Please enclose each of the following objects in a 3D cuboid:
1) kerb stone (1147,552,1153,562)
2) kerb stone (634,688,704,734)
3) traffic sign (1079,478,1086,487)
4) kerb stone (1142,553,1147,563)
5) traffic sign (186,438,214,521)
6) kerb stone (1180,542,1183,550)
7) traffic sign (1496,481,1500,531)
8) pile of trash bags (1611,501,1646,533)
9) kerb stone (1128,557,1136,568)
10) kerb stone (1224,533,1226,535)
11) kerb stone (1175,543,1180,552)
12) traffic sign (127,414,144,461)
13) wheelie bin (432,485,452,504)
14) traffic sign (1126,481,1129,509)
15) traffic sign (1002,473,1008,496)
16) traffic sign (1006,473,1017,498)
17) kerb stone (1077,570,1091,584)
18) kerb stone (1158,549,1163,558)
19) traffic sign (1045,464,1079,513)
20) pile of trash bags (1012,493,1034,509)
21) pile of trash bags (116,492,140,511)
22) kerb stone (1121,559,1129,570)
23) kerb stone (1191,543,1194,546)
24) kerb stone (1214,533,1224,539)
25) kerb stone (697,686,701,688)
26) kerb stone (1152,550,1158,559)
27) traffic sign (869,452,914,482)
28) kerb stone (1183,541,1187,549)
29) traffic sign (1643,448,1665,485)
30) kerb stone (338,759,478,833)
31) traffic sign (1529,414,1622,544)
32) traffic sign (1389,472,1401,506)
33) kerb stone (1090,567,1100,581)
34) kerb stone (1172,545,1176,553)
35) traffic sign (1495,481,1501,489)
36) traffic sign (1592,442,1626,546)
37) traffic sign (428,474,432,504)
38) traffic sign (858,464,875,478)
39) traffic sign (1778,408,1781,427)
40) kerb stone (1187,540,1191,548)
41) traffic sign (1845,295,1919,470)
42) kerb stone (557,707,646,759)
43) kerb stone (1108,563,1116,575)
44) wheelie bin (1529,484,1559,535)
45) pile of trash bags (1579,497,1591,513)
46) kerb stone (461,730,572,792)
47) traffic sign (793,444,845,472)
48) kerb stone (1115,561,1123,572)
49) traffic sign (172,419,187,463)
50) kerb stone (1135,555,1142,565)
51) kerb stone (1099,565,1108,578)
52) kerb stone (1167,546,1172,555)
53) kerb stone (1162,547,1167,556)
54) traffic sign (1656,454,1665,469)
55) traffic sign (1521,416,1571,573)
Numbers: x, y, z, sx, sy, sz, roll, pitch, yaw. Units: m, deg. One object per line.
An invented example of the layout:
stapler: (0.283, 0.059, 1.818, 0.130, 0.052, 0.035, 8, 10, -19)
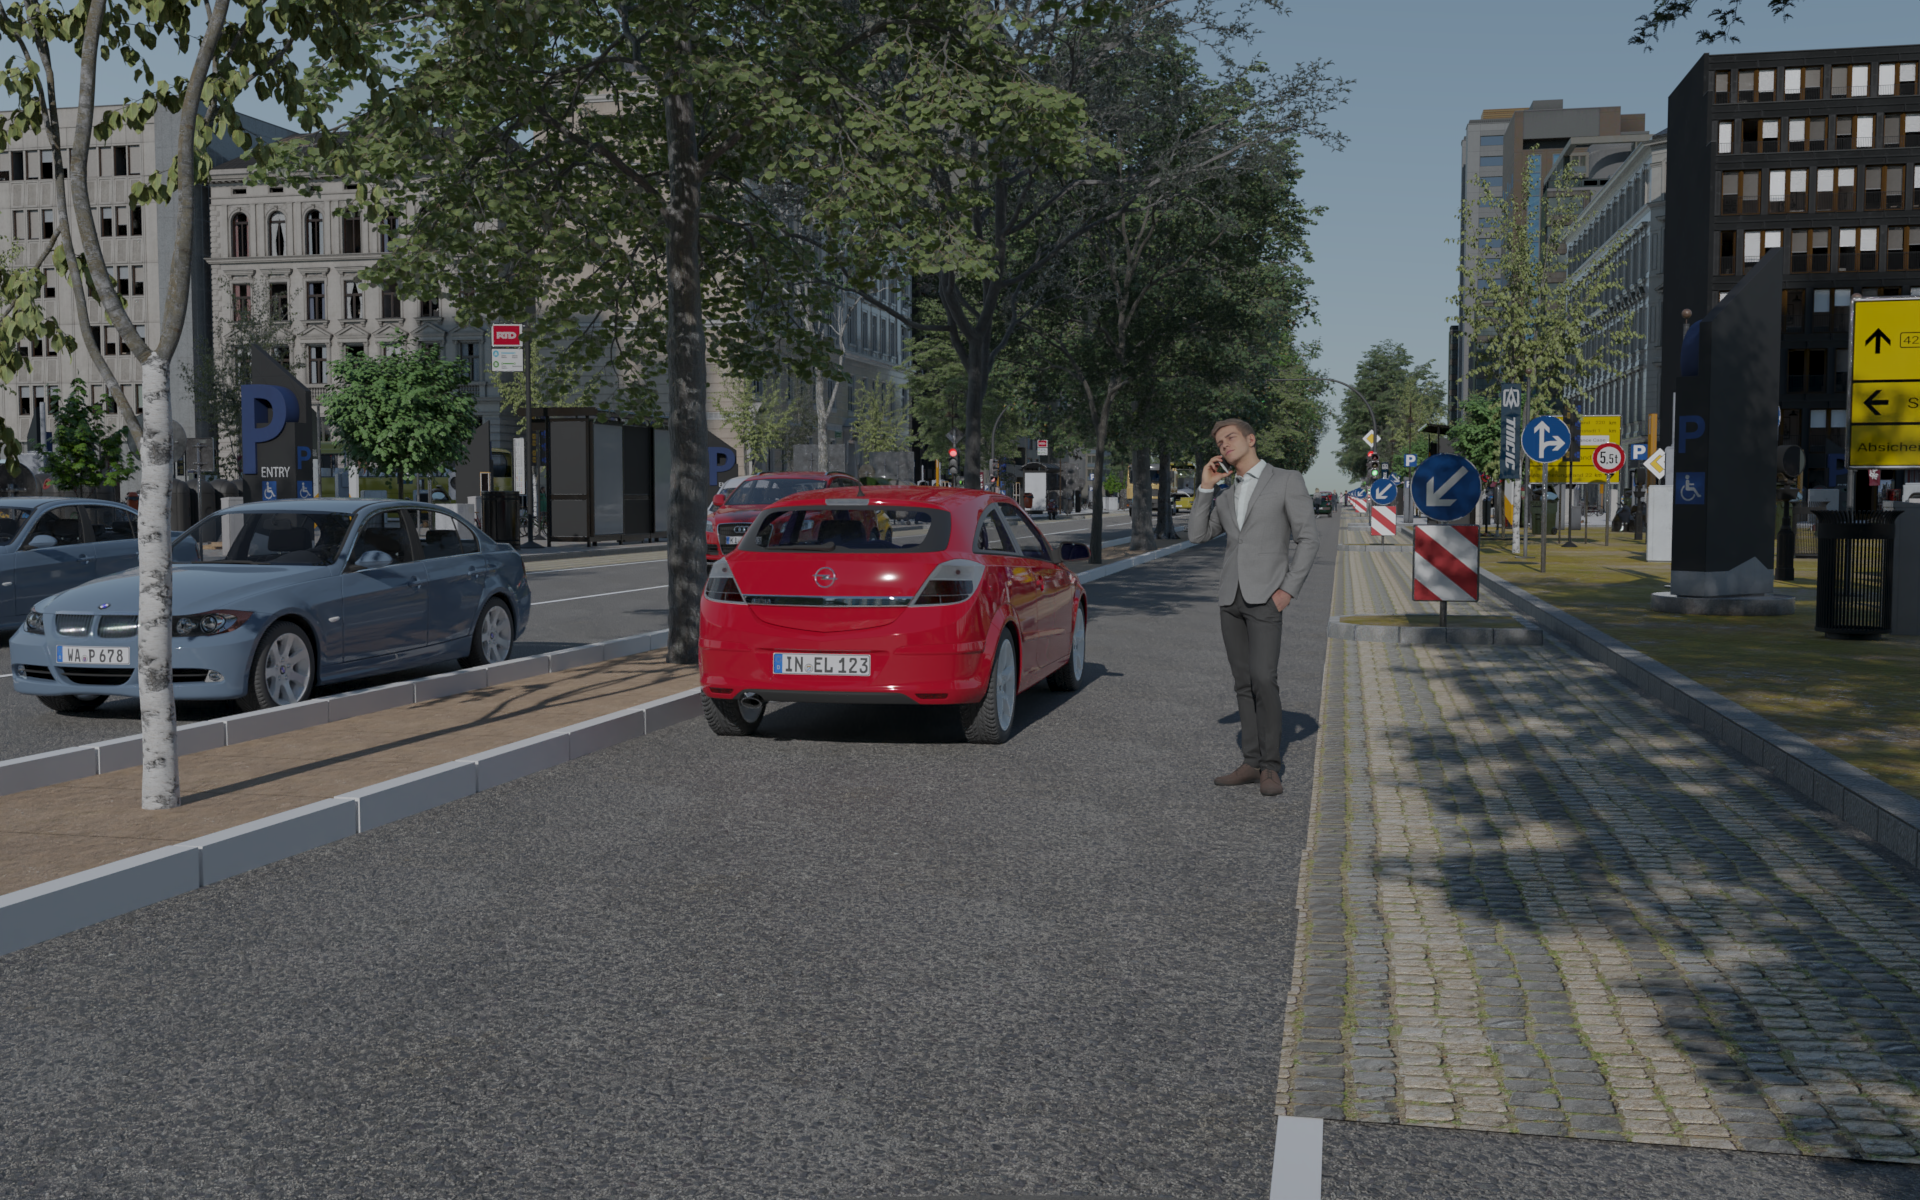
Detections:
kerb stone: (3.939, -0.895, 36.834, 0.120, 0.150, 1.000, 1, 4, 12)
kerb stone: (-1.826, 0.696, 10.824, 0.120, 0.150, 1.000, 1, 4, 12)
traffic sign: (9.639, -8.446, 138.196, 0.768, 2.556, 0.104, 1, 4, 17)
kerb stone: (3.712, -0.833, 35.838, 0.120, 0.150, 1.000, 1, 4, 12)
traffic sign: (-13.820, -1.796, 31.500, 0.606, 2.300, 0.079, 1, 4, 18)
kerb stone: (5.478, -1.324, 43.843, 0.120, 0.150, 1.000, 1, 4, 12)
traffic sign: (17.152, -3.369, 55.190, 0.768, 2.556, 0.104, 1, 4, 17)
pile of trash bags: (23.825, -2.963, 58.195, 3.447, 1.369, 1.912, 0, 4, 1)
kerb stone: (3.263, -0.712, 33.843, 0.120, 0.150, 1.000, 1, 4, 12)
kerb stone: (9.044, -2.305, 59.879, 0.120, 0.150, 1.000, 1, 4, 12)
kerb stone: (5.266, -1.260, 42.843, 0.120, 0.150, 1.000, 1, 4, 12)
traffic sign: (-12.849, -1.666, 27.338, 0.768, 2.556, 0.104, 1, 4, 19)
wheelie bin: (-18.275, -3.239, 60.862, 0.693, 1.594, 0.980, -2, 4, -33)
traffic sign: (14.939, -9.366, 153.238, 0.768, 2.556, 0.104, 1, 4, 19)
traffic sign: (2.877, -6.425, 105.160, 0.768, 2.556, 0.104, 1, 4, 21)
traffic sign: (3.013, -6.342, 103.802, 0.768, 2.556, 0.104, 1, 4, 15)
kerb stone: (1.937, -0.344, 27.833, 0.120, 0.150, 1.000, 1, 4, 12)
kerb stone: (4.382, -1.015, 38.831, 0.120, 0.150, 1.000, 1, 4, 12)
traffic sign: (6.799, -7.439, 115.495, 2.265, 3.308, 0.079, 1, 4, 13)
pile of trash bags: (2.828, -5.575, 100.899, 3.447, 1.369, 1.912, 2, 4, 35)
pile of trash bags: (-33.447, -3.641, 69.288, 1.912, 1.369, 3.447, -3, 5, -39)
kerb stone: (3.043, -0.651, 32.844, 0.120, 0.150, 1.000, 1, 4, 12)
kerb stone: (6.146, -1.506, 46.849, 0.120, 0.150, 1.000, 1, 4, 12)
kerb stone: (8.811, -2.244, 58.883, 0.120, 0.150, 1.000, 1, 4, 12)
kerb stone: (-1.608, 0.634, 11.823, 0.120, 0.150, 1.000, 1, 4, 12)
kerb stone: (4.149, -0.957, 37.835, 0.120, 0.150, 1.000, 1, 4, 12)
traffic sign: (-3.296, -5.459, 83.135, 2.265, 3.308, 0.079, 1, 4, 16)
kerb stone: (5.711, -1.385, 44.844, 0.120, 0.150, 1.000, 1, 4, 12)
traffic sign: (17.503, -2.580, 43.375, 0.795, 2.450, 0.064, 1, 4, 18)
kerb stone: (-2.487, 0.879, 7.819, 0.120, 0.150, 1.000, 1, 4, 12)
traffic sign: (15.775, -3.096, 44.498, 2.265, 3.308, 0.079, 1, 4, 14)
traffic sign: (24.551, -5.965, 97.631, 0.768, 2.556, 0.104, 1, 4, 15)
kerb stone: (2.161, -0.406, 28.834, 0.120, 0.150, 1.000, 1, 4, 12)
kerb stone: (5.044, -1.196, 41.844, 0.120, 0.150, 1.000, 1, 4, 12)
traffic sign: (26.834, -5.302, 86.788, 0.768, 2.556, 0.104, 1, 4, 22)
traffic sign: (15.983, -2.606, 42.721, 0.768, 2.556, 0.104, 1, 4, 16)
traffic sign: (-12.080, -2.408, 39.473, 0.768, 2.556, 0.104, 1, 4, 18)
traffic sign: (-3.933, -4.457, 72.981, 0.768, 2.556, 0.104, 1, 4, 18)
traffic sign: (9.103, -1.227, 20.168, 0.768, 2.556, 0.104, 1, 4, 22)
kerb stone: (5.932, -1.445, 45.849, 0.120, 0.150, 1.000, 1, 4, 12)
traffic sign: (10.285, -1.456, 17.682, 2.265, 3.308, 0.079, 1, 4, 17)
kerb stone: (-2.049, 0.757, 9.825, 0.120, 0.150, 1.000, 1, 4, 12)
kerb stone: (2.606, -0.529, 30.837, 0.120, 0.150, 1.000, 1, 4, 12)
wheelie bin: (18.361, -2.845, 54.428, 0.693, 1.594, 0.980, -2, 4, -31)
pile of trash bags: (42.439, -6.712, 119.497, 1.912, 1.369, 3.447, 1, 4, 15)
kerb stone: (-2.266, 0.818, 8.826, 0.120, 0.150, 1.000, 1, 4, 12)
traffic sign: (-5.771, -4.710, 70.882, 2.265, 3.308, 0.079, 1, 4, 17)
kerb stone: (2.828, -0.585, 31.841, 0.120, 0.150, 1.000, 1, 4, 12)
traffic sign: (-13.360, -1.778, 29.173, 0.768, 2.556, 0.104, 1, 4, 14)
kerb stone: (3.491, -0.773, 34.840, 0.120, 0.150, 1.000, 1, 4, 12)
kerb stone: (2.377, -0.467, 29.833, 0.120, 0.150, 1.000, 1, 4, 12)
kerb stone: (4.827, -1.138, 40.840, 0.120, 0.150, 1.000, 1, 4, 12)
kerb stone: (4.599, -1.077, 39.830, 0.120, 0.150, 1.000, 1, 4, 12)
traffic sign: (16.776, -2.419, 40.730, 0.795, 2.450, 0.064, 1, 4, 19)
traffic sign: (9.528, -1.720, 28.222, 0.768, 2.556, 0.104, 1, 4, 17)
